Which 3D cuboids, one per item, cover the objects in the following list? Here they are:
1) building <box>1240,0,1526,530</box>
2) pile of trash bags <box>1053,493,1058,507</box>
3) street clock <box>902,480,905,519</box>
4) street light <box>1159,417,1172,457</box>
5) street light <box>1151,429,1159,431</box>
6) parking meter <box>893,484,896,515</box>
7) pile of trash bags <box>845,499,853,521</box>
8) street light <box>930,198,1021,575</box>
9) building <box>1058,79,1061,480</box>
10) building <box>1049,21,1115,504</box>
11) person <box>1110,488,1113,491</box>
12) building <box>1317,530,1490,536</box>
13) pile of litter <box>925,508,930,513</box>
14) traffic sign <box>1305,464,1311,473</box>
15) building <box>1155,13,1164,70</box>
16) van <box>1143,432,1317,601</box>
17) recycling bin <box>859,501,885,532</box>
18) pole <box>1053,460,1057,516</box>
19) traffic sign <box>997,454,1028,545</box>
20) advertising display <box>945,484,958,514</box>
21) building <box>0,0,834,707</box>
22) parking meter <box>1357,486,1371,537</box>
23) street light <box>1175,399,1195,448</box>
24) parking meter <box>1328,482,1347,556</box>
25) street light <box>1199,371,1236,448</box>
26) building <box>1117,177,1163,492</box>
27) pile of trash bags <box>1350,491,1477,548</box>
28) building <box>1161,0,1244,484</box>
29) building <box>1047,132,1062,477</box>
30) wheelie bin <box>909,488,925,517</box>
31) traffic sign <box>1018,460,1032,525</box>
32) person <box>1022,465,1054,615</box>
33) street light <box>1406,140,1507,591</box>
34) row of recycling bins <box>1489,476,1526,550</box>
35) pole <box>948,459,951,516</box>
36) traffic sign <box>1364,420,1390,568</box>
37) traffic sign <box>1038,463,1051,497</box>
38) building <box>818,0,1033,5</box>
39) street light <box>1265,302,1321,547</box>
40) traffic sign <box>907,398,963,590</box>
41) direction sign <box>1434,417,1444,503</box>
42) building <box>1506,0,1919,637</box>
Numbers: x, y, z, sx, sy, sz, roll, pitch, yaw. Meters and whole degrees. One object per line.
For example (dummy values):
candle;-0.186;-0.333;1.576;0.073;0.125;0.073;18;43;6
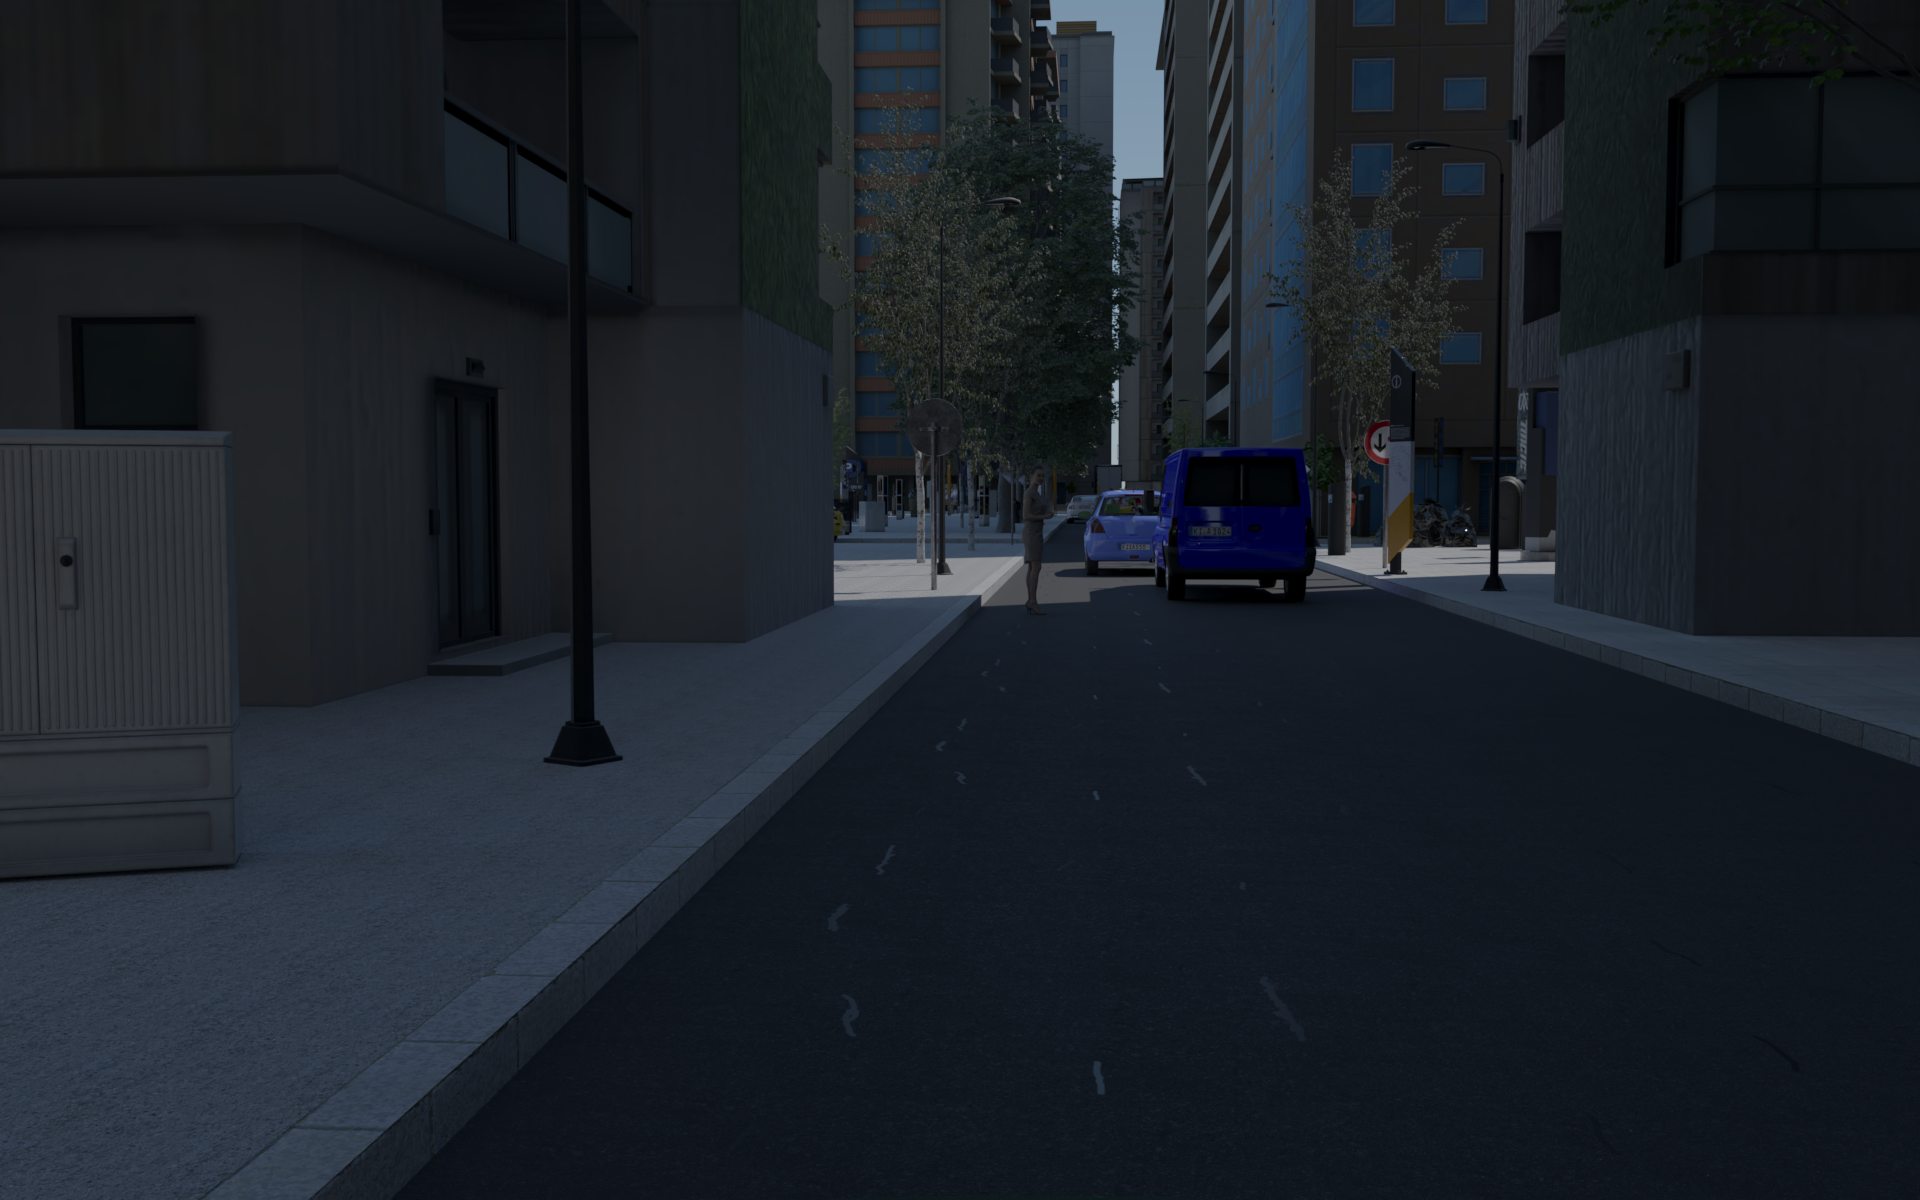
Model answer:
building;19.717;-25.928;74.037;14.600;45.320;14.200;0;4;4
pile of trash bags;5.071;-6.419;114.699;3.447;1.369;1.912;-3;4;-38
street clock;-2.986;-5.209;89.733;0.358;2.002;0.471;0;4;3
street light;12.910;-8.044;104.065;1.470;5.913;1.316;0;4;4
street light;14.400;-9.292;124.459;1.470;5.913;1.316;0;4;4
parking meter;-3.791;-5.977;103.436;0.399;1.863;0.255;-1;4;-15
pile of trash bags;-6.757;-4.463;82.714;1.912;1.369;3.447;3;5;42
street light;0.250;-3.352;27.342;1.470;5.913;1.316;0;4;4
building;-1.353;-31.523;170.022;22.147;44.769;28.867;0;4;4
building;5.274;-41.505;220.602;28.212;58.520;21.231;0;4;4
person;9.204;-5.897;105.191;0.678;1.792;0.850;1;4;18
building;18.204;-24.920;57.552;14.200;45.320;14.600;0;4;4
pile of litter;-2.008;-6.468;119.722;1.176;0.858;1.719;3;5;43
traffic sign;8.234;-2.391;42.739;0.795;2.450;0.064;0;4;4
building;35.610;-36.422;184.740;28.713;52.752;27.495;0;4;4
van;3.835;-1.262;25.016;2.240;2.365;5.245;0;4;4
recycling bin;-2.994;-2.840;58.984;0.722;1.027;0.722;-1;4;-21
pole;5.461;-6.458;99.430;0.158;3.312;0.155;0;3;0
traffic sign;1.311;-2.425;43.290;0.795;2.450;0.064;0;4;4
advertising display;-0.565;-6.467;110.951;0.974;1.923;0.123;2;4;24
building;-8.977;-20.117;12.505;14.154;41.232;14.086;0;4;4
parking meter;12.054;-2.648;51.700;0.372;1.533;0.369;0;3;0
street light;11.303;-6.861;84.724;1.470;5.913;1.316;0;4;4
parking meter;7.888;-1.701;36.223;0.372;1.533;0.369;0;3;0
street light;9.809;-5.668;65.207;1.470;5.913;1.316;0;4;4
building;26.888;-32.619;216.909;14.086;41.232;14.154;0;4;4
pile of trash bags;10.685;-1.978;42.088;3.447;1.369;1.912;-1;4;-9
building;27.121;-31.367;136.556;21.300;48.544;21.600;0;4;4
building;4.331;-31.217;193.996;14.086;41.232;14.154;0;4;4
wheelie bin;-2.406;-5.333;95.097;0.980;1.594;0.693;-3;5;-44
traffic sign;1.924;-2.912;51.252;0.795;2.450;0.064;0;4;4
person;0.928;-0.731;20.786;0.374;1.781;0.599;1;4;15
street light;6.547;-3.077;22.854;1.470;5.913;1.316;0;4;4
row of recycling bins;13.638;-1.965;39.239;1.069;1.692;3.534;-3;5;-43
pole;-0.627;-6.611;101.926;0.158;3.312;0.155;0;3;0
traffic sign;7.346;-1.821;29.875;0.768;2.556;0.104;1;4;9
traffic sign;3.322;-4.314;70.643;0.768;2.556;0.104;1;4;9
building;-3.730;-29.747;140.986;22.147;44.769;28.867;0;4;4
street light;8.094;-4.254;42.100;1.470;5.913;1.316;0;4;4
traffic sign;-0.349;-1.407;23.106;0.768;2.556;0.104;1;4;13
direction sign;14.171;-3.629;51.331;0.379;3.537;0.876;0;4;0
building;14.162;-15.250;21.037;14.160;30.474;14.107;0;4;4
